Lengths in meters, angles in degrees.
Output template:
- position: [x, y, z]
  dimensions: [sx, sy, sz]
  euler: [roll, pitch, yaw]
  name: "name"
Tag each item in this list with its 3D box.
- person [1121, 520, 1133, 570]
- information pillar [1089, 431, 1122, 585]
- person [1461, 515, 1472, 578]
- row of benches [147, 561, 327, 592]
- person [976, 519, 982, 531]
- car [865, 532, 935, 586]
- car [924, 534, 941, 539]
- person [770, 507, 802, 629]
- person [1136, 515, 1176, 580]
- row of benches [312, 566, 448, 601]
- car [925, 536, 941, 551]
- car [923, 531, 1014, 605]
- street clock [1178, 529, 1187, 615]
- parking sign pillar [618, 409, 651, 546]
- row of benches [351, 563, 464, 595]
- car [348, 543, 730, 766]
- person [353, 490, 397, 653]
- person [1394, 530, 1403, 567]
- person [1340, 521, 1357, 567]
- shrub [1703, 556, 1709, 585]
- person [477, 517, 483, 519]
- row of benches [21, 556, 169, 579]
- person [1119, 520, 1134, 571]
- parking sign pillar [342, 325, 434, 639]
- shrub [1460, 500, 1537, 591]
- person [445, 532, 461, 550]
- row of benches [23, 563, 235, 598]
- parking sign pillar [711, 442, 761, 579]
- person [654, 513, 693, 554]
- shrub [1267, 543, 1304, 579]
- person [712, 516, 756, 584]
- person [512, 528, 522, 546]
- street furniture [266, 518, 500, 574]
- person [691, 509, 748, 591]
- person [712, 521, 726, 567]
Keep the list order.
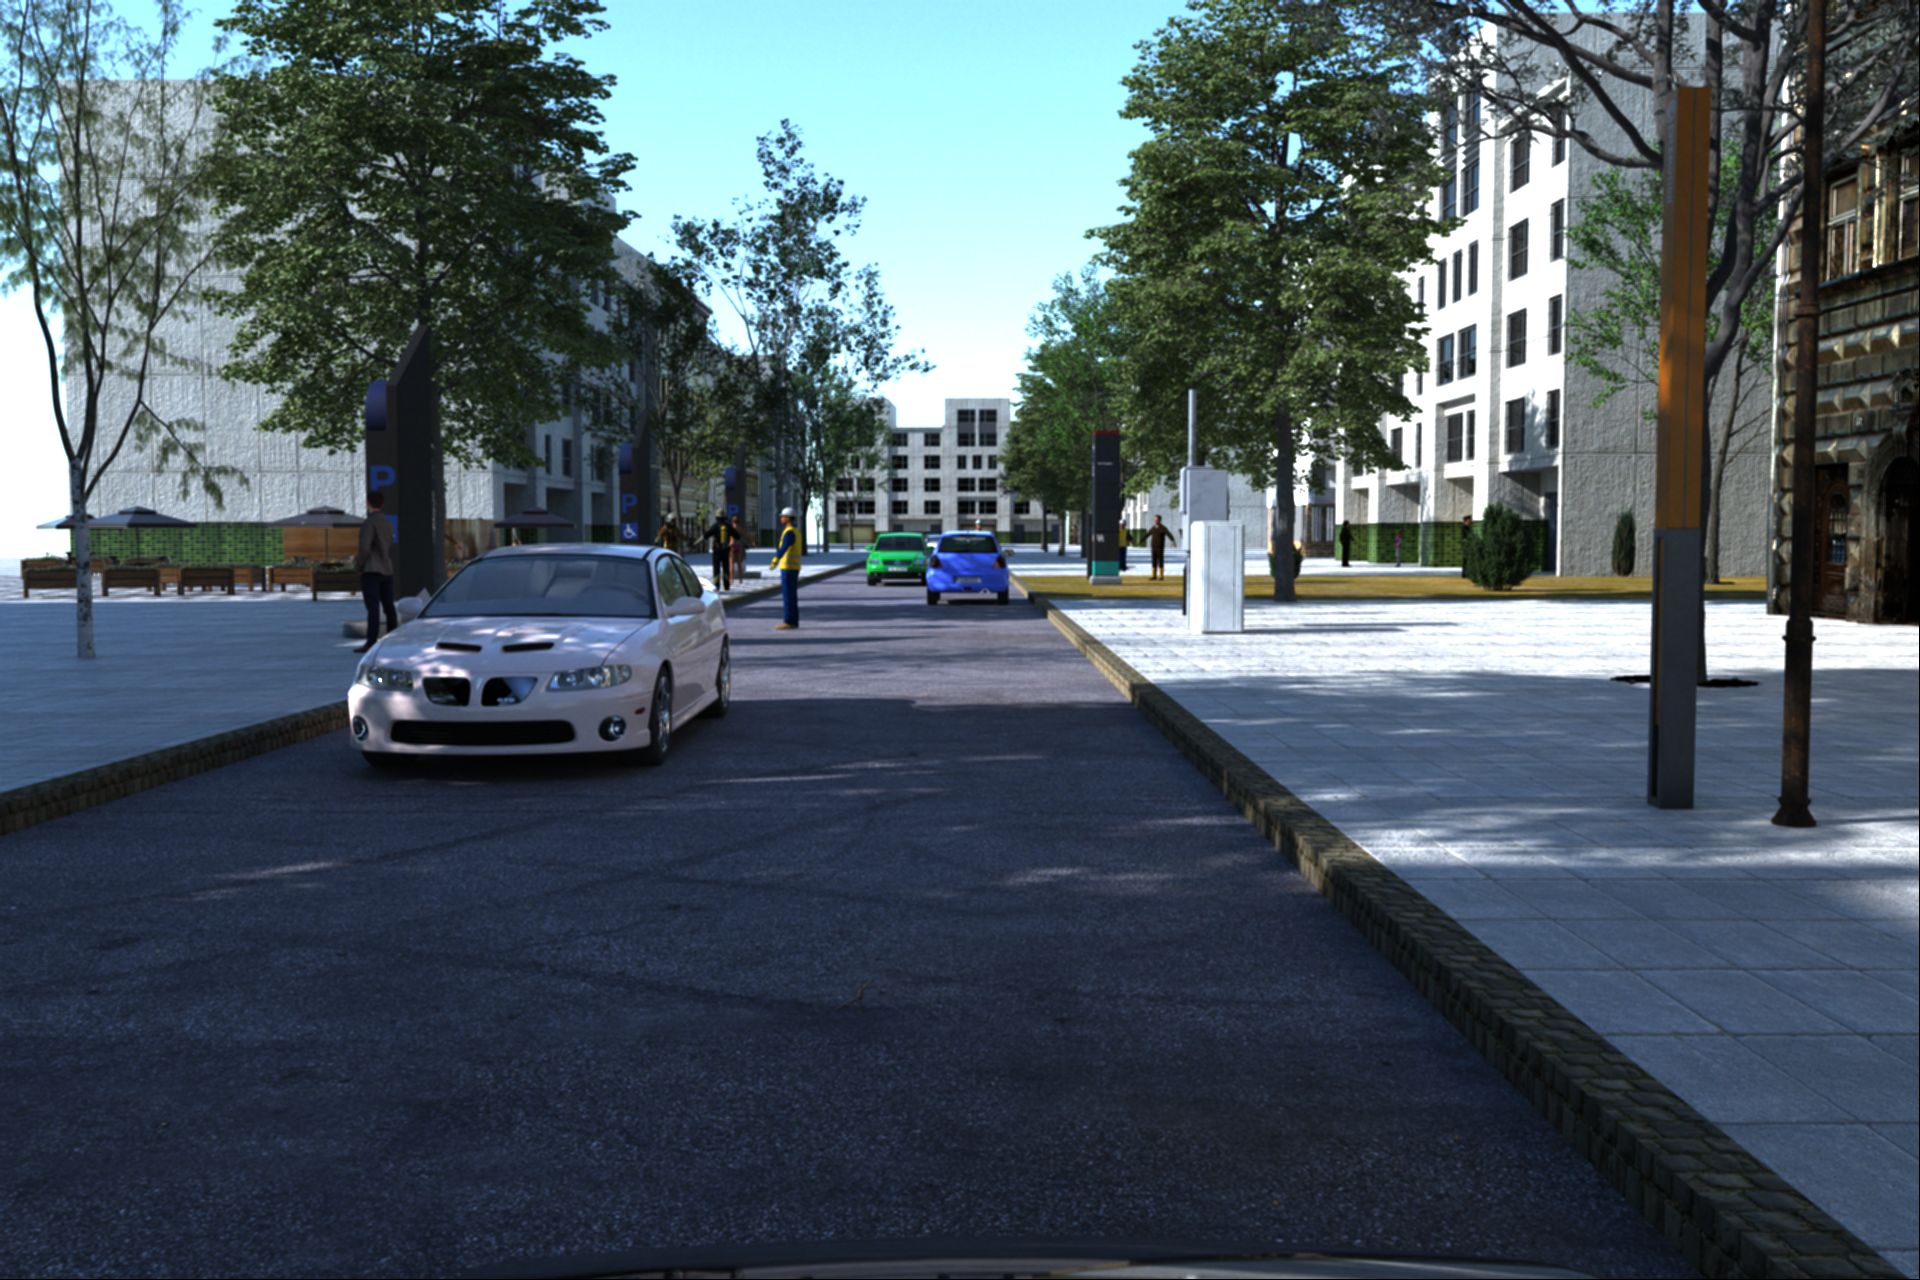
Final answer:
- position: [5.895, -3.429, 62.287]
  dimensions: [0.704, 1.802, 1.346]
  euler: [-1, 4, -16]
  name: "person"
- position: [3.686, -3.326, 43.762]
  dimensions: [0.750, 3.857, 0.750]
  euler: [0, 4, -1]
  name: "information pillar"
- position: [14.777, -2.719, 50.383]
  dimensions: [0.705, 1.837, 1.347]
  euler: [2, 4, 26]
  name: "person"
- position: [-16.257, -1.424, 38.739]
  dimensions: [4.104, 0.672, 1.422]
  euler: [0, 4, 7]
  name: "row of benches"
- position: [0.547, -2.512, 49.380]
  dimensions: [1.347, 1.847, 0.705]
  euler: [-1, 4, -11]
  name: "person"
- position: [-1.684, -2.482, 49.384]
  dimensions: [1.959, 1.807, 4.718]
  euler: [0, 4, 1]
  name: "car"
- position: [-1.993, -7.240, 130.370]
  dimensions: [2.014, 1.417, 4.499]
  euler: [0, 3, 0]
  name: "car"
- position: [-2.603, -1.084, 26.149]
  dimensions: [0.705, 1.833, 1.349]
  euler: [0, 4, 8]
  name: "person"
- position: [5.478, -2.566, 48.100]
  dimensions: [1.346, 1.812, 0.704]
  euler: [3, 5, 42]
  name: "person"
- position: [-10.595, -1.146, 34.192]
  dimensions: [4.104, 0.672, 1.422]
  euler: [-1, 4, -20]
  name: "row of benches"
- position: [-0.753, -3.655, 72.128]
  dimensions: [2.083, 1.381, 4.827]
  euler: [0, 4, -1]
  name: "car"
- position: [0.176, -1.638, 36.372]
  dimensions: [1.945, 1.707, 3.694]
  euler: [0, 4, 1]
  name: "car"
- position: [3.622, -1.391, 27.318]
  dimensions: [0.358, 2.002, 0.471]
  euler: [0, 4, 1]
  name: "street clock"
- position: [-6.918, -2.961, 36.891]
  dimensions: [1.447, 3.967, 1.447]
  euler: [0, 4, 0]
  name: "parking sign pillar"
- position: [-10.987, -1.288, 36.522]
  dimensions: [4.104, 0.672, 1.422]
  euler: [1, 4, 12]
  name: "row of benches"
- position: [-2.754, 0.008, 12.229]
  dimensions: [2.083, 1.381, 4.827]
  euler: [0, 3, 0]
  name: "car"
- position: [-6.489, -0.756, 18.940]
  dimensions: [0.750, 1.759, 0.617]
  euler: [2, 4, 33]
  name: "person"
- position: [17.096, -3.579, 67.779]
  dimensions: [0.599, 1.433, 0.991]
  euler: [1, 4, 9]
  name: "person"
- position: [15.053, -3.745, 67.424]
  dimensions: [0.705, 1.806, 1.347]
  euler: [-1, 4, -13]
  name: "person"
- position: [16.198, -1.683, 38.633]
  dimensions: [1.383, 1.207, 1.383]
  euler: [0, 3, 0]
  name: "shrub"
- position: [-15.351, -3.019, 55.487]
  dimensions: [0.705, 1.813, 1.348]
  euler: [-1, 4, -16]
  name: "person"
- position: [-24.564, -2.079, 49.449]
  dimensions: [4.104, 0.672, 1.422]
  euler: [0, 4, -2]
  name: "row of benches"
- position: [5.516, -3.256, 59.694]
  dimensions: [1.216, 1.772, 0.721]
  euler: [-2, 4, -32]
  name: "person"
- position: [-7.038, -2.036, 21.758]
  dimensions: [1.447, 3.967, 1.447]
  euler: [0, 4, 0]
  name: "parking sign pillar"
- position: [12.120, -2.140, 39.027]
  dimensions: [1.661, 2.075, 1.752]
  euler: [0, 3, 0]
  name: "shrub"
- position: [-12.110, -2.058, 39.794]
  dimensions: [0.704, 1.843, 1.345]
  euler: [3, 5, 43]
  name: "person"
- position: [-17.165, -1.259, 36.055]
  dimensions: [4.104, 0.672, 1.422]
  euler: [-2, 4, -30]
  name: "row of benches"
- position: [-6.483, -3.769, 50.101]
  dimensions: [1.447, 3.967, 1.447]
  euler: [0, 4, 0]
  name: "parking sign pillar"
- position: [-7.951, -2.576, 47.885]
  dimensions: [0.705, 1.858, 1.354]
  euler: [3, 5, 40]
  name: "person"
- position: [8.758, -2.167, 46.555]
  dimensions: [1.383, 1.207, 1.383]
  euler: [0, 3, 0]
  name: "shrub"
- position: [-5.818, -2.317, 44.685]
  dimensions: [1.217, 1.733, 0.721]
  euler: [-2, 4, -27]
  name: "person"
- position: [-14.921, -3.186, 58.368]
  dimensions: [0.705, 1.796, 1.348]
  euler: [-1, 4, -18]
  name: "person"
- position: [-15.628, -2.622, 49.728]
  dimensions: [11.010, 1.723, 9.812]
  euler: [0, 4, 1]
  name: "street furniture"
- position: [-5.420, -2.047, 39.243]
  dimensions: [1.354, 1.856, 0.705]
  euler: [-2, 4, -25]
  name: "person"
- position: [-9.196, -3.761, 67.624]
  dimensions: [1.347, 1.817, 0.704]
  euler: [3, 5, 44]
  name: "person"
